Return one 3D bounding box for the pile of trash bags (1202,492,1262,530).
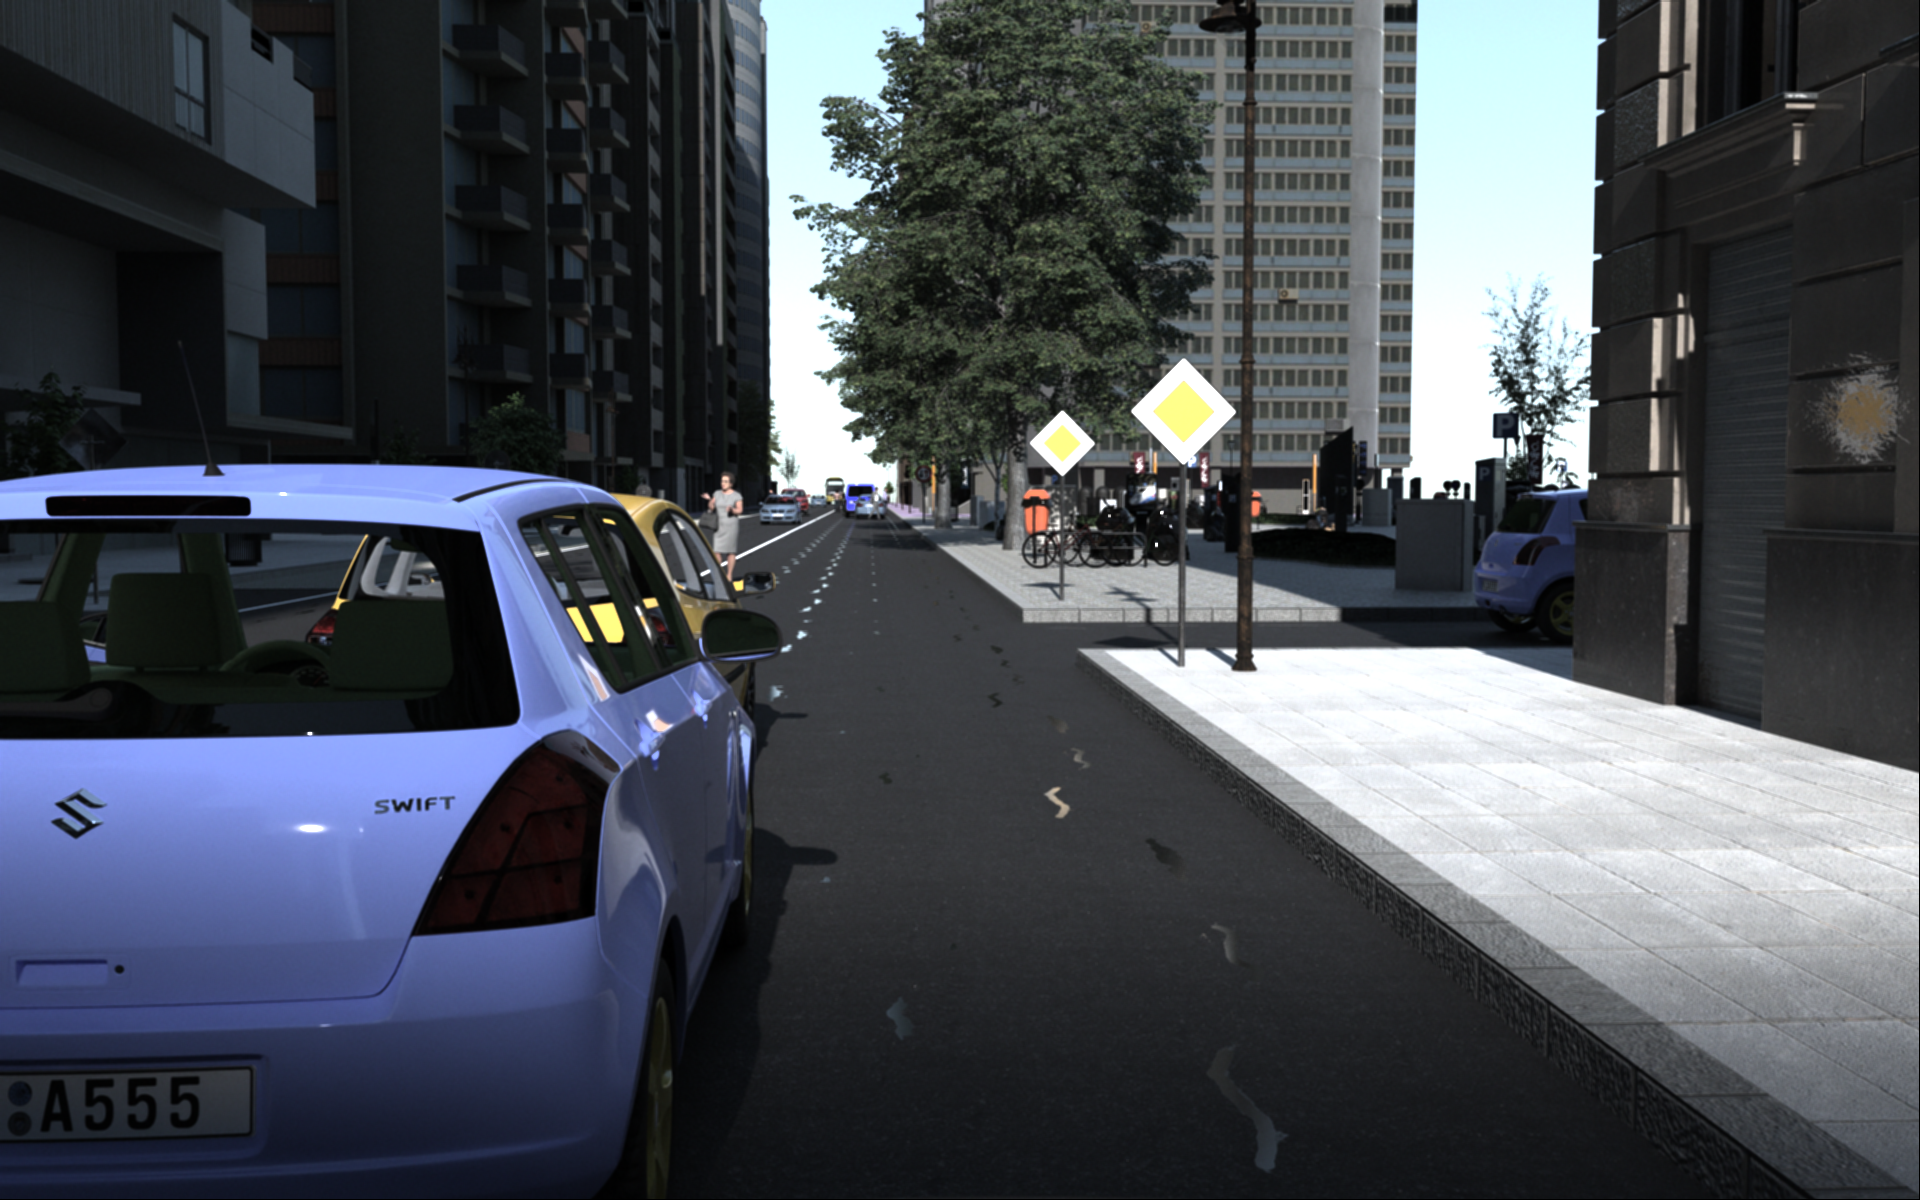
[{"bbox_3d":[9.649,-3.262,63.085,1.912,1.369,3.447,-3,4,-38],"label":"pile of trash bags"}]

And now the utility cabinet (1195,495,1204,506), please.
[{"bbox_3d":[12.656,-4.916,91.532,0.306,1.237,1.020,-1,4,-8],"label":"utility cabinet"}]

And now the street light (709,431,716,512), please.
[{"bbox_3d":[-17.692,-9.267,124.310,0.468,5.910,1.993,0,4,-3],"label":"street light"}]

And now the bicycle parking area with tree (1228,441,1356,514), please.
[{"bbox_3d":[17.210,-6.511,93.451,8.231,4.147,9.016,1,4,11],"label":"bicycle parking area with tree"}]

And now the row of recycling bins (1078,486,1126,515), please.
[{"bbox_3d":[7.095,-5.134,91.052,3.534,1.692,1.069,0,4,7],"label":"row of recycling bins"}]

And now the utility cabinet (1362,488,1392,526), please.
[{"bbox_3d":[16.616,-3.691,69.026,1.173,1.500,0.318,3,5,43],"label":"utility cabinet"}]

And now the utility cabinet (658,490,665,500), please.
[{"bbox_3d":[-15.301,-4.899,88.775,0.318,1.500,1.173,0,4,-7],"label":"utility cabinet"}]

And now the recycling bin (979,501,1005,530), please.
[{"bbox_3d":[1.146,-3.003,61.648,0.722,1.027,0.722,-2,4,-24],"label":"recycling bin"}]

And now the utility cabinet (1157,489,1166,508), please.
[{"bbox_3d":[8.033,-3.744,69.888,0.318,1.500,1.173,0,4,-6],"label":"utility cabinet"}]

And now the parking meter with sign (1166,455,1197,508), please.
[{"bbox_3d":[9.948,-5.038,78.639,0.543,3.016,1.738,-2,4,-34],"label":"parking meter with sign"}]

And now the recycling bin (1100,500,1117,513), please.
[{"bbox_3d":[6.740,-4.042,78.643,0.722,1.027,0.722,1,4,8],"label":"recycling bin"}]

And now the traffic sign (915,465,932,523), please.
[{"bbox_3d":[-1.589,-4.651,76.147,0.768,2.556,0.104,0,4,5],"label":"traffic sign"}]

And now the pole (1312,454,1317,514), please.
[{"bbox_3d":[18.161,-5.807,88.785,0.158,3.312,0.155,0,3,0],"label":"pole"}]

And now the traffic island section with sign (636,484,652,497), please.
[{"bbox_3d":[-12.743,-3.745,69.851,1.989,1.847,2.006,0,4,-3],"label":"traffic island section with sign"}]

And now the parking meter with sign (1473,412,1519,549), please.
[{"bbox_3d":[11.167,-2.464,36.543,0.543,3.016,1.738,3,5,39],"label":"parking meter with sign"}]

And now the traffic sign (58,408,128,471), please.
[{"bbox_3d":[-10.107,-1.013,20.211,0.795,2.450,0.064,0,4,-3],"label":"traffic sign"}]

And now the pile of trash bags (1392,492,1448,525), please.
[{"bbox_3d":[18.912,-3.784,71.618,3.447,1.369,1.912,-3,4,-36],"label":"pile of trash bags"}]

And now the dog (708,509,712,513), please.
[{"bbox_3d":[-13.251,-4.548,91.195,0.513,0.831,0.800,-1,4,-21],"label":"dog"}]

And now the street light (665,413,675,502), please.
[{"bbox_3d":[-16.201,-7.594,96.953,0.468,5.910,1.993,0,4,-3],"label":"street light"}]

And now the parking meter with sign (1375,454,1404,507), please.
[{"bbox_3d":[18.858,-4.814,74.973,1.738,3.016,0.543,1,4,22],"label":"parking meter with sign"}]

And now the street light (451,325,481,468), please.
[{"bbox_3d":[-13.486,-4.563,47.397,0.468,5.910,1.993,0,4,-3],"label":"street light"}]

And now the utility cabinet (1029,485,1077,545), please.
[{"bbox_3d":[2.297,-2.101,43.034,1.173,1.500,0.318,0,3,0],"label":"utility cabinet"}]

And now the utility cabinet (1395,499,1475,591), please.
[{"bbox_3d":[6.377,-0.741,23.284,0.306,1.237,1.020,-3,5,-44],"label":"utility cabinet"}]

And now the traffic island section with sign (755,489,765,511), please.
[{"bbox_3d":[-16.830,-8.470,147.112,1.989,1.847,2.006,0,4,-3],"label":"traffic island section with sign"}]

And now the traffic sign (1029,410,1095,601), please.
[{"bbox_3d":[1.222,-1.049,20.786,0.795,2.450,0.064,0,4,-3],"label":"traffic sign"}]

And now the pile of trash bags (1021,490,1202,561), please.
[{"bbox_3d":[2.889,-1.501,34.294,3.447,1.369,1.912,1,4,15],"label":"pile of trash bags"}]

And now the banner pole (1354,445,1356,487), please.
[{"bbox_3d":[17.399,-5.345,77.412,0.401,3.779,0.863,-3,5,-41],"label":"banner pole"}]

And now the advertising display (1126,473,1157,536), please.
[{"bbox_3d":[5.567,-2.930,53.118,0.974,1.923,0.123,-1,4,-18],"label":"advertising display"}]

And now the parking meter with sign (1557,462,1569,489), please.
[{"bbox_3d":[32.758,-5.942,93.405,0.543,3.016,1.738,3,5,41],"label":"parking meter with sign"}]

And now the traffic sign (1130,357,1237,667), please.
[{"bbox_3d":[1.643,-0.561,12.811,0.795,2.450,0.064,0,4,-3],"label":"traffic sign"}]

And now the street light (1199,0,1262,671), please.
[{"bbox_3d":[2.070,-2.425,12.433,0.468,5.910,1.993,0,4,-3],"label":"street light"}]

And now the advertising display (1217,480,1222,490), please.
[{"bbox_3d":[12.407,-4.654,81.302,0.974,1.923,0.123,-3,5,-43],"label":"advertising display"}]

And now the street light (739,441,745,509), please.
[{"bbox_3d":[-18.994,-10.933,151.543,0.468,5.910,1.993,0,4,-3],"label":"street light"}]

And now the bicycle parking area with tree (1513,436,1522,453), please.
[{"bbox_3d":[29.876,-6.014,85.328,8.231,4.147,9.016,0,4,8],"label":"bicycle parking area with tree"}]

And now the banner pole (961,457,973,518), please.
[{"bbox_3d":[0.421,-6.306,93.127,0.863,3.779,0.401,1,4,15],"label":"banner pole"}]

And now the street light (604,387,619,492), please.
[{"bbox_3d":[-15.021,-6.250,74.969,0.468,5.910,1.993,0,4,-3],"label":"street light"}]

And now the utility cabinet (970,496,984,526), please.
[{"bbox_3d":[0.706,-3.657,70.953,0.306,1.237,1.020,1,4,17],"label":"utility cabinet"}]

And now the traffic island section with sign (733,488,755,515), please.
[{"bbox_3d":[-15.359,-6.779,119.458,1.989,1.847,2.006,0,4,-3],"label":"traffic island section with sign"}]

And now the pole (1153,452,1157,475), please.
[{"bbox_3d":[9.520,-5.559,84.732,0.158,3.312,0.155,0,3,0],"label":"pole"}]

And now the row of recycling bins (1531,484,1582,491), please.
[{"bbox_3d":[24.036,-3.953,71.738,3.534,1.692,1.069,-1,4,-9],"label":"row of recycling bins"}]

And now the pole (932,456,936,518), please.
[{"bbox_3d":[-1.397,-6.047,92.712,0.158,3.312,0.155,0,3,0],"label":"pole"}]

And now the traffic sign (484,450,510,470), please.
[{"bbox_3d":[-13.396,-3.060,50.139,0.768,2.556,0.104,0,4,-1],"label":"traffic sign"}]
